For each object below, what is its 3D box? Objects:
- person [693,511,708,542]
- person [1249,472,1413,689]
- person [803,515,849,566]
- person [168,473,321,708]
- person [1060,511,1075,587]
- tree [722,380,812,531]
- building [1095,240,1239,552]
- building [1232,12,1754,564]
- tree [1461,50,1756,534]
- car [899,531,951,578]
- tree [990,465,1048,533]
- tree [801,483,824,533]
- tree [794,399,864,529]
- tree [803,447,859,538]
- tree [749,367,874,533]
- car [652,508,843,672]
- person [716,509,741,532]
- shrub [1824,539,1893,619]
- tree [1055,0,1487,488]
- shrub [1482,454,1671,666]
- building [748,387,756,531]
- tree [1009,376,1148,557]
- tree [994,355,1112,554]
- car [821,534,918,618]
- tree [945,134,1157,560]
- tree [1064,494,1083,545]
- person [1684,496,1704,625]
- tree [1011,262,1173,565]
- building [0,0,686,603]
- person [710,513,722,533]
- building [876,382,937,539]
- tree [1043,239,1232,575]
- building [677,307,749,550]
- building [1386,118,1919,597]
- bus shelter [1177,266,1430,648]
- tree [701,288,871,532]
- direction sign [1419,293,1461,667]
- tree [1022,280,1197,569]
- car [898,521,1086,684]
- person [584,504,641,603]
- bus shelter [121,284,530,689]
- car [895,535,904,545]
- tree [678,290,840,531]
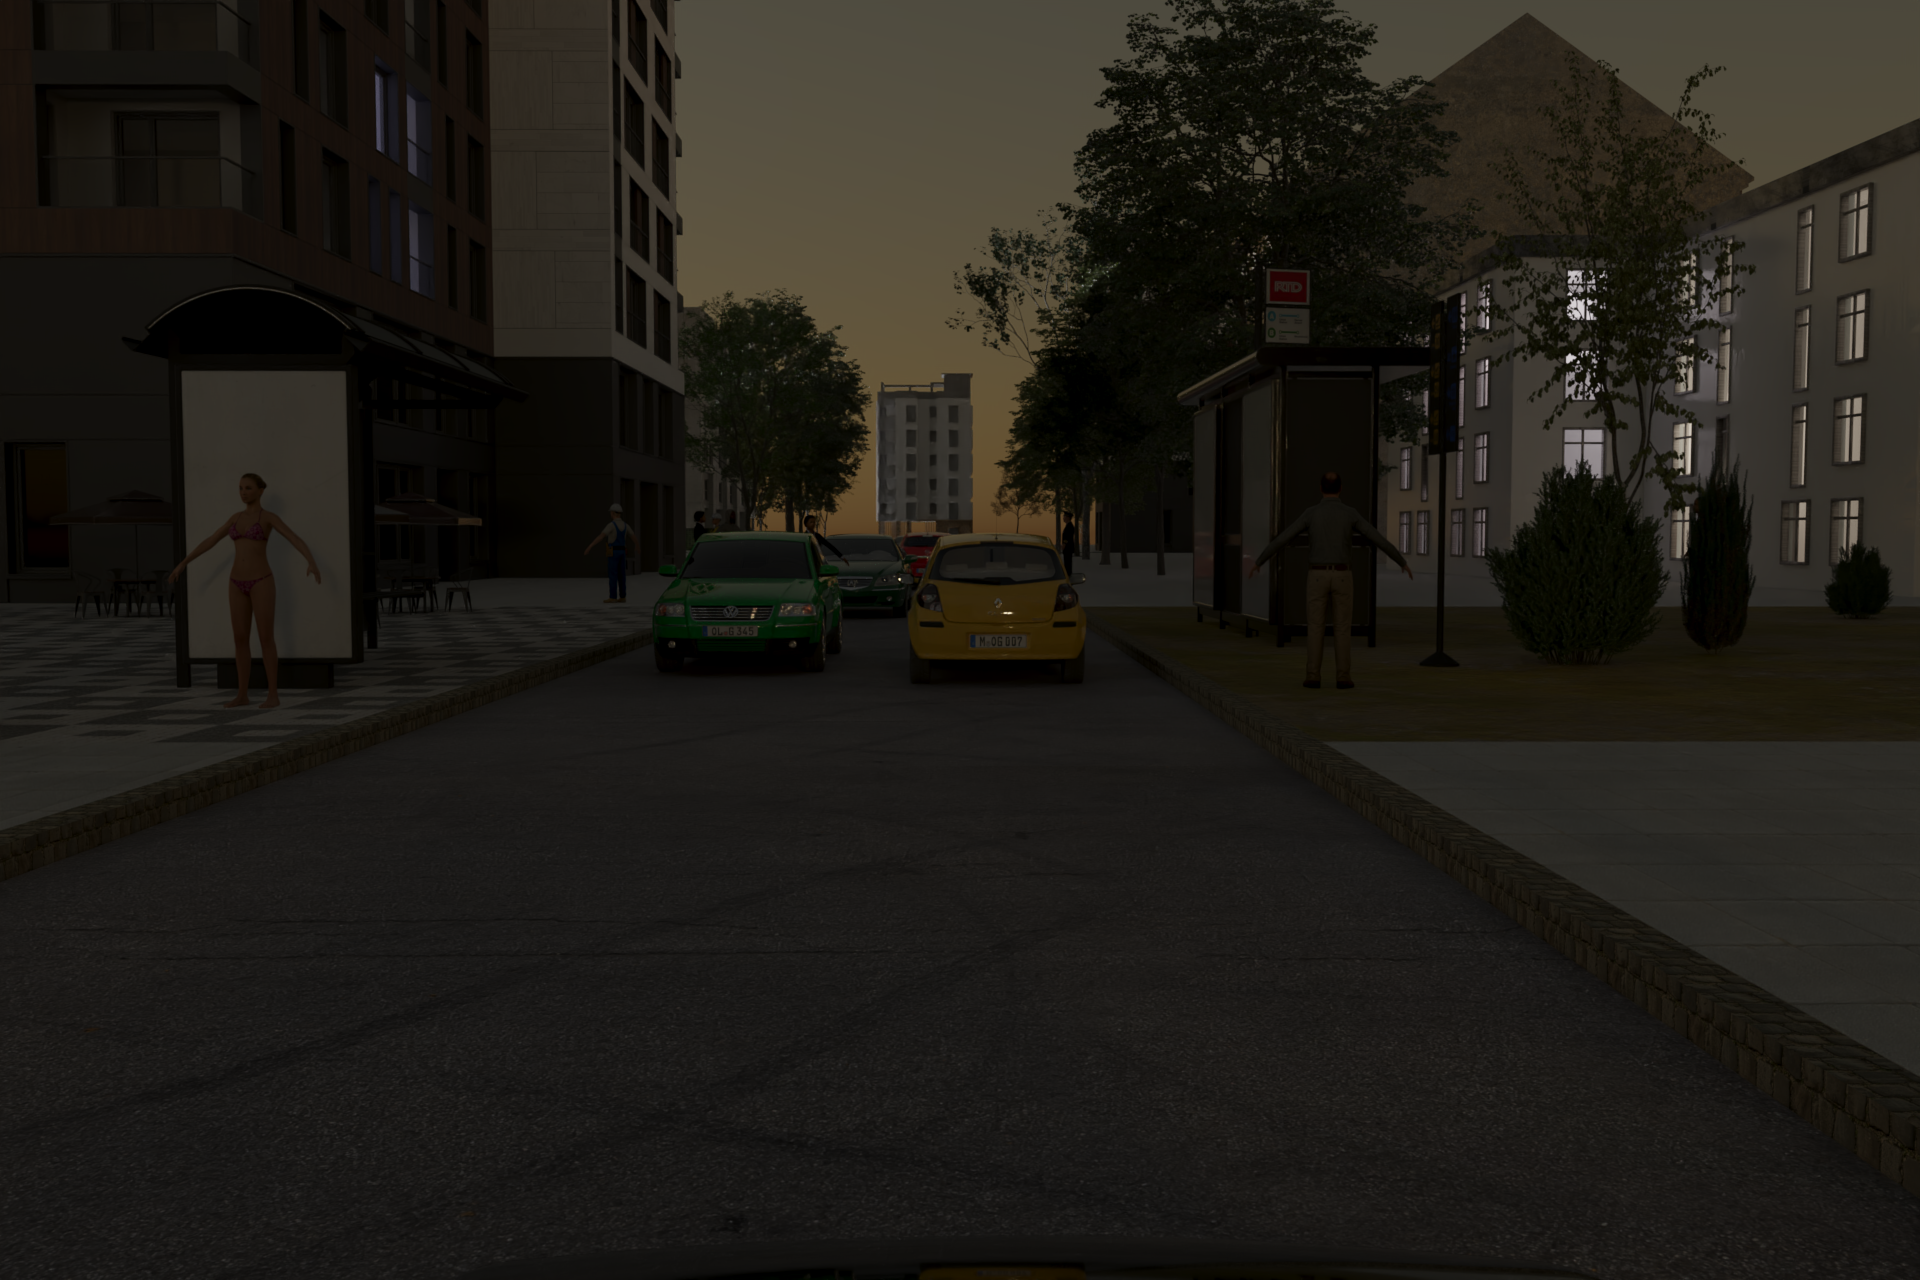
[{"bbox_3d":[-5.023,-1.675,34.108,0.721,1.740,1.216,-1,4,-19],"label":"person"},{"bbox_3d":[3.083,-0.499,14.437,1.348,1.796,0.705,1,4,12],"label":"person"},{"bbox_3d":[-2.330,-1.118,27.458,1.216,1.740,0.721,-2,4,-27],"label":"person"},{"bbox_3d":[-5.264,-0.366,12.789,1.217,1.733,0.721,1,4,10],"label":"person"},{"bbox_3d":[2.558,-2.171,41.430,0.705,1.837,1.347,0,4,7],"label":"person"},{"bbox_3d":[-9.142,-7.997,81.116,4.737,8.622,4.395,0,3,0],"label":"tree"},{"bbox_3d":[24.455,-17.901,136.653,27.936,21.610,32.646,0,4,0],"label":"building"},{"bbox_3d":[23.894,-15.395,82.634,19.493,23.208,18.063,0,3,0],"label":"building"},{"bbox_3d":[9.944,-4.633,26.113,4.737,8.622,4.395,0,3,0],"label":"tree"},{"bbox_3d":[-0.843,-2.262,46.017,2.155,1.783,4.494,0,4,0],"label":"car"},{"bbox_3d":[7.092,-16.625,206.236,7.601,10.594,8.767,0,4,2],"label":"tree"},{"bbox_3d":[-9.435,-10.195,117.052,4.360,8.622,3.978,0,3,0],"label":"tree"},{"bbox_3d":[-17.496,-21.629,209.524,12.611,20.169,13.585,0,3,0],"label":"tree"},{"bbox_3d":[-8.796,-9.812,110.795,4.360,8.622,3.978,0,3,0],"label":"tree"},{"bbox_3d":[-9.293,-10.819,102.650,9.928,11.665,9.643,0,3,0],"label":"tree"},{"bbox_3d":[-2.294,-0.649,19.407,1.959,1.807,4.718,0,4,-1],"label":"car"},{"bbox_3d":[-4.842,-1.870,36.697,0.705,1.813,1.348,3,5,41],"label":"person"},{"bbox_3d":[13.618,-0.925,26.245,1.383,1.207,1.383,0,3,0],"label":"shrub"},{"bbox_3d":[7.089,-8.132,39.619,9.857,13.997,8.962,0,3,0],"label":"tree"},{"bbox_3d":[6.103,-0.801,17.143,1.661,2.075,1.752,0,3,0],"label":"shrub"},{"bbox_3d":[-27.076,-19.484,174.975,16.016,20.090,11.380,0,4,-1],"label":"building"},{"bbox_3d":[6.759,-10.525,97.845,9.928,11.665,9.643,0,3,0],"label":"tree"},{"bbox_3d":[5.965,-11.685,109.178,7.486,12.596,7.792,0,3,0],"label":"tree"},{"bbox_3d":[-1.814,-1.188,31.217,2.131,1.459,4.920,0,4,0],"label":"car"},{"bbox_3d":[5.648,-13.997,84.741,12.611,20.169,13.585,0,3,0],"label":"tree"},{"bbox_3d":[14.108,-15.586,205.188,4.737,8.622,4.395,0,3,0],"label":"tree"},{"bbox_3d":[10.233,-1.087,23.991,0.704,1.802,1.346,1,4,16],"label":"person"},{"bbox_3d":[6.021,-9.440,72.477,7.486,12.596,7.792,0,3,0],"label":"tree"},{"bbox_3d":[-23.966,-12.450,47.533,27.936,21.610,32.646,0,4,-1],"label":"building"},{"bbox_3d":[-5.761,-2.076,40.404,0.721,1.772,1.216,-2,4,-30],"label":"person"},{"bbox_3d":[-9.691,-21.383,208.488,11.380,20.090,16.016,0,4,6],"label":"building"},{"bbox_3d":[5.945,-7.277,53.394,7.601,10.594,8.767,-2,4,-28],"label":"tree"},{"bbox_3d":[-28.656,-17.389,150.766,16.747,18.905,31.486,0,4,0],"label":"building"},{"bbox_3d":[20.022,-6.531,48.923,9.099,9.664,28.070,0,4,0],"label":"building"},{"bbox_3d":[4.285,-2.817,23.695,2.179,5.291,8.768,0,4,-1],"label":"bus shelter"},{"bbox_3d":[-8.769,-11.197,89.728,9.857,13.997,8.962,0,3,0],"label":"tree"},{"bbox_3d":[4.673,-1.515,16.772,0.379,3.537,0.876,0,4,-1],"label":"direction sign"},{"bbox_3d":[5.796,-7.932,64.108,7.601,10.594,8.767,0,4,4],"label":"tree"},{"bbox_3d":[0.342,-0.476,18.013,2.015,1.641,3.980,0,4,0],"label":"car"},{"bbox_3d":[-6.425,-1.618,32.309,0.705,1.847,1.347,3,4,36],"label":"person"},{"bbox_3d":[-5.808,-1.400,16.819,2.014,3.302,5.546,0,4,-1],"label":"bus shelter"},{"bbox_3d":[-2.584,-4.614,87.797,2.083,1.381,4.827,0,4,0],"label":"car"},{"bbox_3d":[-8.879,-9.013,73.114,9.928,11.665,9.643,0,3,0],"label":"tree"}]
